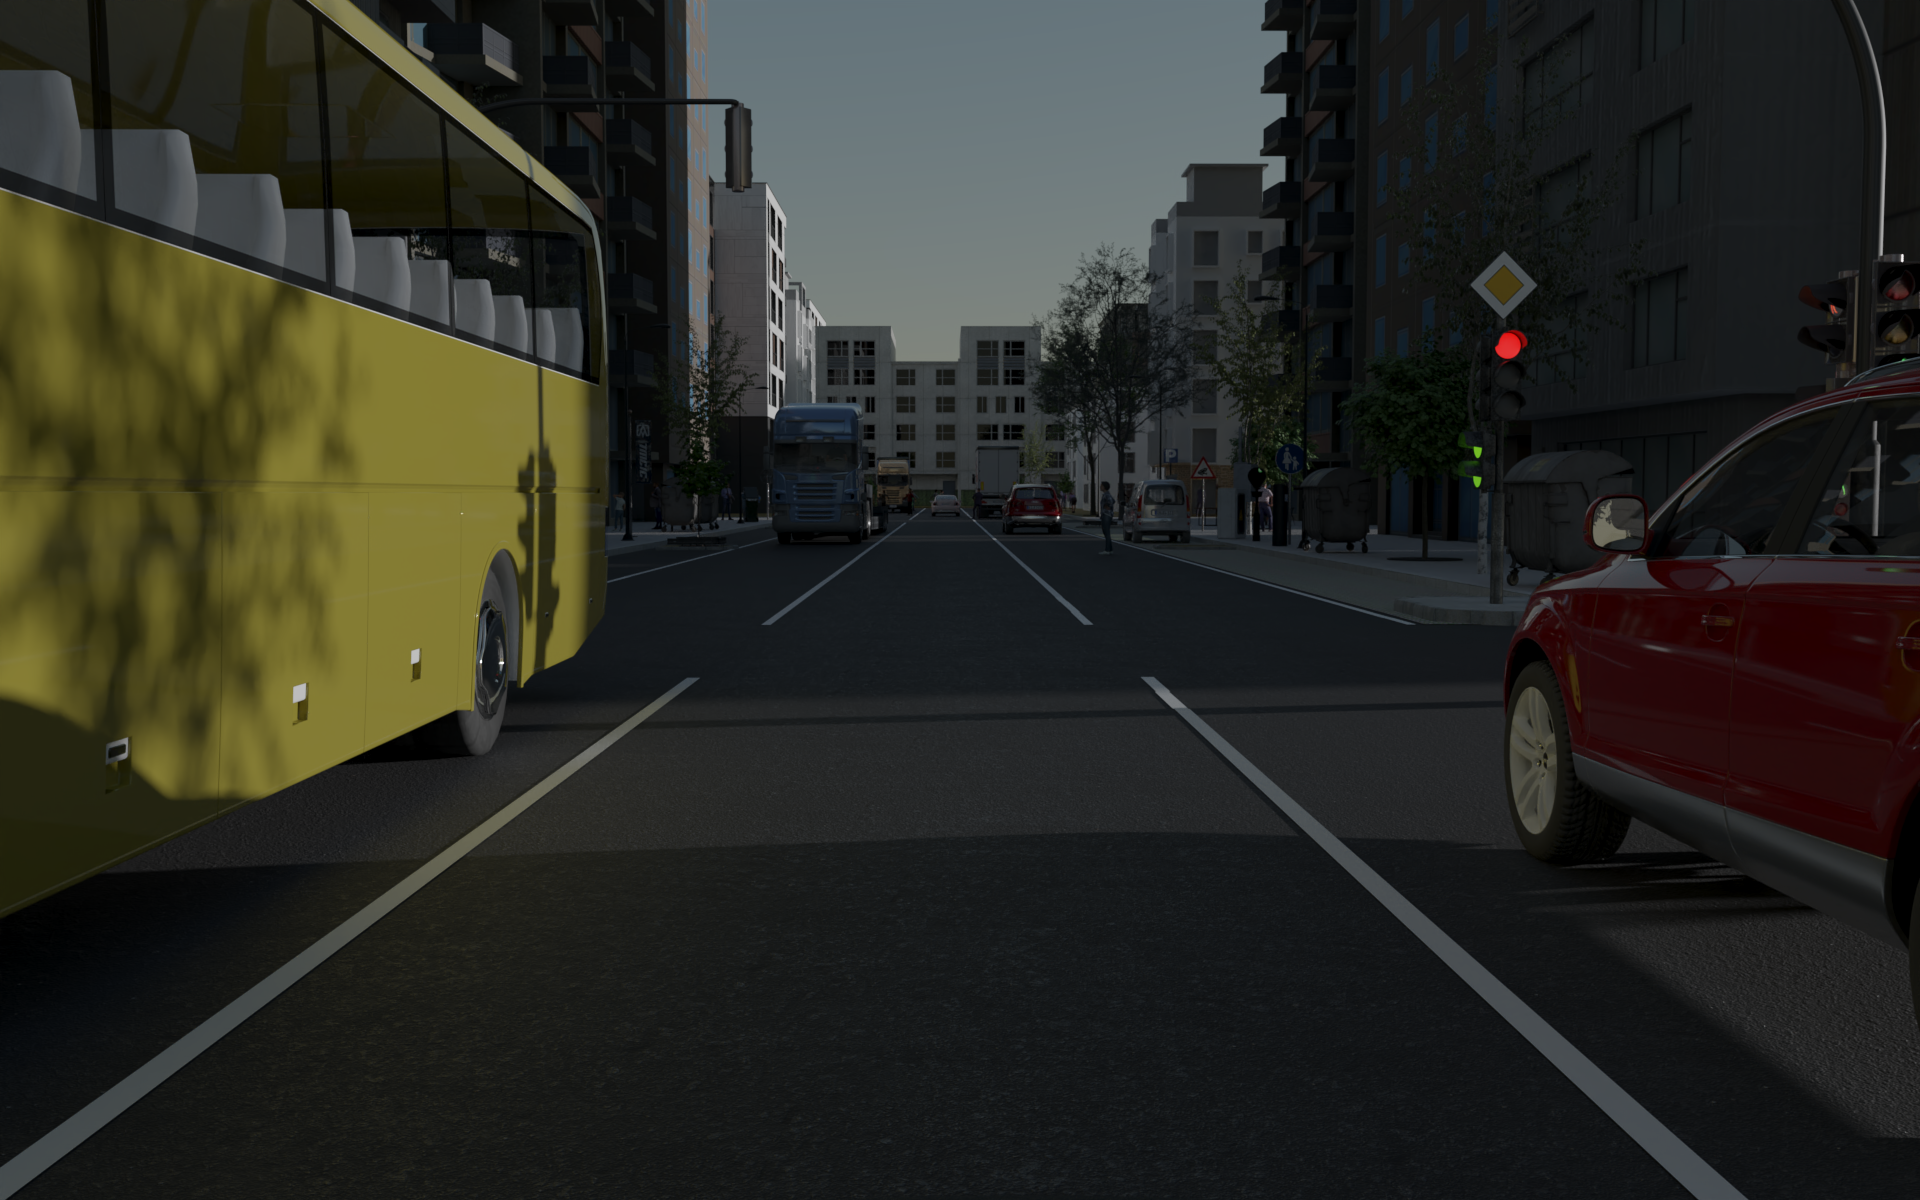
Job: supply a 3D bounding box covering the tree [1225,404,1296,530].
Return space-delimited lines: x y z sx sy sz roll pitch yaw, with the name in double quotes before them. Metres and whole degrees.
"tree" 11.362 -4.848 62.971 4.285 4.588 4.351 0 3 0

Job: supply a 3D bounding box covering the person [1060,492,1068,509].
"person" 8.974 -8.734 148.713 0.599 1.838 0.709 -3 4 -38

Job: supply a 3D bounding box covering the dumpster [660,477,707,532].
"dumpster" -9.399 -3.224 58.475 1.264 1.857 1.865 0 4 0

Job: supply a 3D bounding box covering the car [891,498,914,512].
"car" -4.725 -8.119 141.542 1.959 1.807 4.718 0 4 -1

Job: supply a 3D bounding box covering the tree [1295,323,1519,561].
"tree" 9.036 -3.053 33.634 4.285 4.588 4.351 0 3 0

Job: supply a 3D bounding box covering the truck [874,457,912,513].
"truck" -5.116 -8.834 133.346 2.839 4.237 11.283 0 4 -2

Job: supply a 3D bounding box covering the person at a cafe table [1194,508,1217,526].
"person at a cafe table" 10.506 -3.621 70.058 1.726 1.238 1.698 0 4 -6

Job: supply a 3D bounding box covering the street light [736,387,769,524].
"street light" -8.965 -6.260 74.896 1.470 5.913 1.316 0 4 0

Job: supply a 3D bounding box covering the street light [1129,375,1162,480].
"street light" 7.313 -5.828 67.823 1.470 5.913 1.316 0 4 0

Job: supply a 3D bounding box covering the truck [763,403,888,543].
"truck" -4.015 -4.117 57.073 2.967 4.110 18.799 0 4 0

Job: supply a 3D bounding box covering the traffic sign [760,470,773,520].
"traffic sign" -9.636 -5.301 86.774 0.768 2.556 0.104 0 4 5

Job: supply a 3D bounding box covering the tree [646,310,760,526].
"tree" -10.123 -7.230 68.566 4.737 8.622 4.395 0 3 0

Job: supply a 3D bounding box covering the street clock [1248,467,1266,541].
"street clock" 8.039 -2.590 46.921 0.471 2.002 0.358 1 4 19

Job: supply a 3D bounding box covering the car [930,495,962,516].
"car" -0.923 -6.107 112.217 2.083 1.381 4.827 0 4 -1

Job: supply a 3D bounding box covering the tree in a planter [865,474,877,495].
"tree in a planter" -7.728 -9.313 149.497 1.991 3.239 1.994 0 4 0

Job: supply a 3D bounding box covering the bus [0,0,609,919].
"bus" -3.715 -0.923 6.636 2.896 3.916 12.252 0 4 -1

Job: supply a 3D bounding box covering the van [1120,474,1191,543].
"van" 5.812 -2.715 51.405 2.013 2.044 4.112 0 4 -1

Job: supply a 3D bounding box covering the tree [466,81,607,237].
"tree" -8.843 -4.939 31.113 4.360 8.622 3.978 0 3 0

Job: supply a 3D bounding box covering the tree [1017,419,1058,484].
"tree" 7.394 -13.506 171.188 4.737 8.622 4.395 0 3 0

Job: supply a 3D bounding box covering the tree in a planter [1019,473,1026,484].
"tree in a planter" 5.173 -9.286 149.050 1.991 3.239 1.994 0 4 0

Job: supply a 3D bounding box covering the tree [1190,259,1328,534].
"tree" 9.484 -6.405 55.089 4.737 8.622 4.395 0 3 0

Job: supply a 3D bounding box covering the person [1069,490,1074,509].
"person" 9.331 -8.376 144.466 0.593 1.643 0.415 3 5 42

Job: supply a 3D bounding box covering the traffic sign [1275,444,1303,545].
"traffic sign" 8.340 -2.670 43.765 0.768 2.556 0.104 0 4 2

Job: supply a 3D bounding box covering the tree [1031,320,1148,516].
"tree" 7.787 -10.834 102.898 9.928 11.665 9.643 0 3 0

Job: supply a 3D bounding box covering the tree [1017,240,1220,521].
"tree" 7.791 -10.615 83.920 12.009 13.543 11.850 0 3 0

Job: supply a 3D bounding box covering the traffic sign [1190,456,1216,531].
"traffic sign" 8.343 -3.638 59.487 0.884 2.594 0.081 0 4 2

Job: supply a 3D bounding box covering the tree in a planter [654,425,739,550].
"tree in a planter" -6.816 -2.926 45.062 1.991 3.239 1.994 0 4 0

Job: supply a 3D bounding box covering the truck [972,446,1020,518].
"truck" 2.216 -7.192 106.496 2.839 4.237 11.283 0 4 0

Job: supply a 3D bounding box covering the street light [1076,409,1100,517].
"street light" 7.069 -7.487 94.960 1.470 5.913 1.316 0 4 0

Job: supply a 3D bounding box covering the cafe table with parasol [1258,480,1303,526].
"cafe table with parasol" 12.954 -4.061 71.261 2.610 1.966 2.610 1 4 12

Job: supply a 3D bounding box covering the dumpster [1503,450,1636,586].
"dumpster" 8.224 -1.080 23.410 1.264 1.857 1.865 0 4 -1

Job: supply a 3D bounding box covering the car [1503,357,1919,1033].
"car" 3.224 0.216 5.135 2.281 1.827 5.304 0 4 1

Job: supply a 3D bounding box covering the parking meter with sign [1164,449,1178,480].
"parking meter with sign" 7.983 -4.240 65.581 0.543 3.016 1.738 0 4 6

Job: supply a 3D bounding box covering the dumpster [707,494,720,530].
"dumpster" -9.329 -3.448 62.129 1.264 1.857 1.865 0 4 -1

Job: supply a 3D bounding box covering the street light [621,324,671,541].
"street light" -8.596 -4.581 47.436 1.470 5.913 1.316 0 4 0

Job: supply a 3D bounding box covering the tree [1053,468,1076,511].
"tree" 7.983 -8.225 129.082 1.663 3.219 1.824 0 3 0

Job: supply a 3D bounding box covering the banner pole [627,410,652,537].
"banner pole" -9.581 -3.764 51.560 0.863 3.779 0.401 -1 4 -11

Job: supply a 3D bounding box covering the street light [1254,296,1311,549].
"street light" 7.574 -4.168 40.687 1.470 5.913 1.316 0 4 0

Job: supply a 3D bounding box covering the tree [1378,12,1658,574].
"tree" 8.617 -4.723 27.580 4.360 8.622 3.978 0 3 0

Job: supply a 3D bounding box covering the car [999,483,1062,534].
"car" 2.595 -3.325 63.033 2.281 1.827 5.304 0 4 0

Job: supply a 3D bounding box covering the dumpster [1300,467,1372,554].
"dumpster" 8.273 -1.976 38.063 1.264 1.857 1.865 0 4 -1

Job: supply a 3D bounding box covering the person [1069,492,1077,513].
"person" 7.581 -6.560 116.539 0.421 1.427 0.697 -2 4 -27
